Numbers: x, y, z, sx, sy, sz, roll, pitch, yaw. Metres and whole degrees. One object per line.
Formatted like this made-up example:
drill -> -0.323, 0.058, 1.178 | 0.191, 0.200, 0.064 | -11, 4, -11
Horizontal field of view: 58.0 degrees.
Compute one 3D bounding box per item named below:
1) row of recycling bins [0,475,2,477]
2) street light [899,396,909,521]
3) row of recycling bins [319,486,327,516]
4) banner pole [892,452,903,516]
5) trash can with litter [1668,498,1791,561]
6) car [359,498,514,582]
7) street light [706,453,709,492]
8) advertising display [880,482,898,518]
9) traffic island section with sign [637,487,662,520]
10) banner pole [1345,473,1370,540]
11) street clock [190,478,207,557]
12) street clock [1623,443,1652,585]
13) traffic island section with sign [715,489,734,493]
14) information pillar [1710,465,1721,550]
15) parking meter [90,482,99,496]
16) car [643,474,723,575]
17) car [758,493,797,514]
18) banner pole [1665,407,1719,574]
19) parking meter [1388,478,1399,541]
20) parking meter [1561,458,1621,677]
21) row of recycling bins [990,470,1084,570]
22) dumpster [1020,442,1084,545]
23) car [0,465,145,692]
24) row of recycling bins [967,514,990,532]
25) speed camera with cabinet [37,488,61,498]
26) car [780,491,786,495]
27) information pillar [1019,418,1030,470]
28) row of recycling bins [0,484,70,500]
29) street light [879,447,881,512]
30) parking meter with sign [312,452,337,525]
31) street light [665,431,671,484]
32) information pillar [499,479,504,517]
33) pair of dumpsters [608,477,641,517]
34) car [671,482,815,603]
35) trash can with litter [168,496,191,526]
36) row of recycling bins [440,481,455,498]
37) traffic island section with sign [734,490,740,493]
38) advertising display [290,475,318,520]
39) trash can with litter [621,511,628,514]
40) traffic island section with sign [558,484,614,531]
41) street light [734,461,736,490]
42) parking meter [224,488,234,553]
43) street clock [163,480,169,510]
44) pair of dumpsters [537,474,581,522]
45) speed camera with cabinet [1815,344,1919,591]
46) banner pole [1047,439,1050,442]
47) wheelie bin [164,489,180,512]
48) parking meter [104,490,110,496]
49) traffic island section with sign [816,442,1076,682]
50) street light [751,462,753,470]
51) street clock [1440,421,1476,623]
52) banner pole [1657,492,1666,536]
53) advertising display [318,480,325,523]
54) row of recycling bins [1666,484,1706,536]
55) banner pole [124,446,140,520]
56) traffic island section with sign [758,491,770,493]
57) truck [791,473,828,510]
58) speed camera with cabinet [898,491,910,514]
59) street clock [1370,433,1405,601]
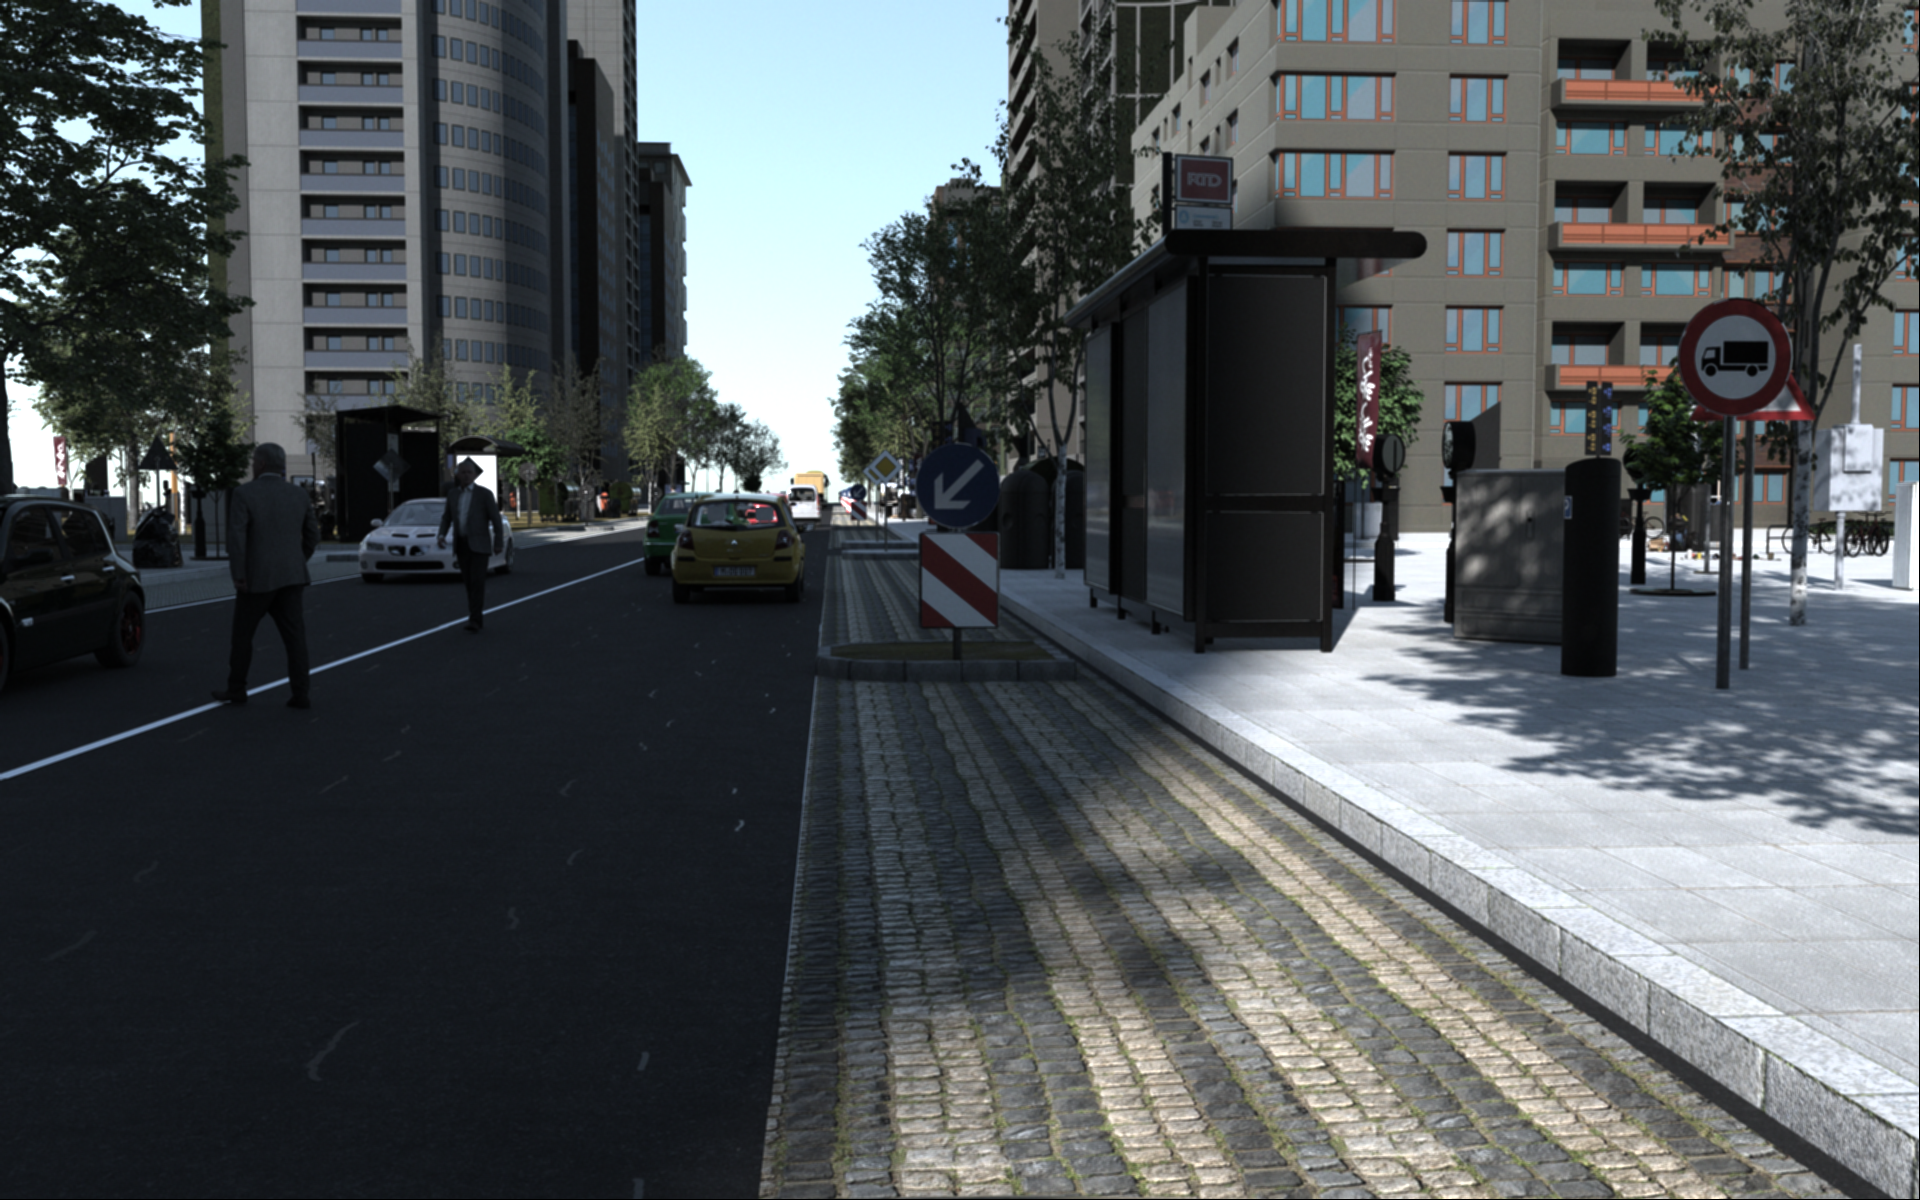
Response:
row of recycling bins -> -14.584, -1.023, 23.842 | 3.534, 1.692, 1.069 | 1, 4, 18
street light -> -2.650, -6.666, 81.780 | 0.468, 5.910, 1.993 | 0, 4, -4
row of recycling bins -> -31.599, -4.850, 86.405 | 1.069, 1.692, 3.534 | 0, 4, 2
banner pole -> -3.659, -6.932, 103.358 | 0.863, 3.779, 0.401 | 0, 4, -6
trash can with litter -> 15.154, -1.397, 33.891 | 2.233, 1.210, 1.678 | 2, 4, 31
car -> -8.930, -1.068, 29.828 | 2.083, 1.381, 4.827 | 0, 4, -4
street light -> -23.431, -11.489, 160.626 | 0.468, 5.910, 1.993 | 0, 4, -4
advertising display -> -3.853, -5.432, 94.030 | 0.974, 1.923, 0.123 | 0, 4, -8
traffic island section with sign -> -16.574, -5.267, 94.738 | 1.989, 1.847, 2.006 | 0, 4, -4
banner pole -> 11.155, -3.589, 48.691 | 0.863, 3.779, 0.401 | -2, 4, -24
street clock -> -15.578, -1.890, 35.467 | 0.358, 2.002, 0.471 | -3, 4, -36
street clock -> 9.656, -1.225, 24.606 | 0.471, 2.002, 0.358 | 1, 4, 18
traffic island section with sign -> -20.272, -8.384, 145.713 | 1.989, 1.847, 2.006 | 0, 4, -4
information pillar -> 17.444, -2.165, 39.887 | 0.304, 2.012, 0.304 | -2, 4, -27
parking meter -> -42.177, -4.814, 84.426 | 0.399, 1.863, 0.255 | 2, 4, 33
car -> -4.767, -1.425, 32.092 | 1.959, 1.807, 4.718 | 0, 4, -3
car -> -7.542, -3.637, 68.499 | 2.155, 1.783, 4.494 | 0, 4, -6
banner pole -> 11.972, -2.326, 28.055 | 0.401, 3.779, 0.863 | -1, 4, -19
parking meter -> 11.895, -2.559, 47.551 | 0.255, 1.863, 0.399 | 1, 4, 21
parking meter -> 4.466, -0.235, 12.259 | 0.372, 1.533, 0.369 | 0, 3, 0
row of recycling bins -> 2.407, -1.405, 30.083 | 3.534, 1.692, 1.069 | -1, 4, -18
dumpster -> 1.786, -1.869, 33.045 | 1.502, 2.255, 1.985 | 0, 4, -4
car -> -7.582, -0.192, 12.922 | 2.009, 1.686, 4.222 | 0, 4, -5
row of recycling bins -> 1.568, -1.806, 36.640 | 3.534, 1.692, 1.069 | 3, 5, 42
speed camera with cabinet -> -25.442, -3.212, 46.854 | 0.660, 3.252, 2.038 | 2, 4, 27
car -> -23.497, -13.741, 233.343 | 2.281, 1.827, 5.304 | 0, 4, -2
information pillar -> 1.898, -3.651, 51.052 | 0.183, 3.616, 0.504 | -2, 4, -29
row of recycling bins -> -49.935, -5.280, 93.443 | 3.534, 1.692, 1.069 | -1, 4, -19
street light -> -5.618, -9.060, 120.916 | 0.468, 5.910, 1.993 | 0, 4, -4
parking meter with sign -> -26.189, -4.672, 72.642 | 1.738, 3.016, 0.543 | -1, 4, -15
street light -> -20.669, -9.163, 122.608 | 0.468, 5.910, 1.993 | 0, 4, -4
information pillar -> -21.750, -4.727, 81.775 | 0.304, 2.012, 0.304 | -2, 4, -31
pair of dumpsters -> -19.403, -5.963, 99.994 | 1.574, 2.255, 4.437 | 0, 4, -4
car -> -3.051, -0.861, 24.294 | 2.015, 1.641, 3.980 | 0, 4, -4
trash can with litter -> -31.004, -3.567, 69.372 | 2.233, 1.210, 1.678 | -1, 4, -18
row of recycling bins -> -16.798, -3.023, 56.544 | 1.069, 1.692, 3.534 | -1, 4, -21
traffic island section with sign -> -22.220, -10.029, 172.598 | 1.989, 1.847, 2.006 | 0, 4, -4
advertising display -> -22.831, -3.363, 60.196 | 0.123, 1.923, 0.974 | 2, 4, 27
trash can with litter -> -21.707, -6.080, 110.794 | 1.055, 1.170, 0.624 | 0, 4, -8
traffic island section with sign -> -14.633, -3.622, 67.853 | 1.989, 1.847, 2.006 | 0, 4, -4
street light -> -26.599, -14.213, 205.163 | 0.468, 5.910, 1.993 | 0, 4, -4
parking meter -> -15.840, -1.796, 37.779 | 0.372, 1.533, 0.369 | 0, 3, 0
street clock -> -41.378, -5.242, 90.277 | 0.358, 2.002, 0.471 | -2, 4, -29
pair of dumpsters -> -18.653, -4.769, 80.471 | 1.574, 2.255, 4.437 | 0, 4, -4
speed camera with cabinet -> 12.554, -1.759, 23.095 | 2.038, 3.252, 0.660 | 0, 4, 5
banner pole -> 3.869, -5.456, 79.216 | 0.863, 3.779, 0.401 | 3, 4, 39
wheelie bin -> -45.385, -5.630, 99.958 | 0.693, 1.594, 0.980 | 2, 4, 28
parking meter -> -51.781, -5.912, 105.069 | 0.372, 1.533, 0.369 | 0, 3, 0
traffic island section with sign -> -0.175, -0.332, 14.062 | 1.989, 1.847, 2.006 | 0, 4, -4
street light -> -29.287, -16.572, 243.745 | 0.468, 5.910, 1.993 | 0, 4, -4
street clock -> 4.950, -0.775, 17.240 | 0.358, 2.002, 0.471 | 0, 4, 3
banner pole -> 21.664, -3.870, 53.298 | 0.401, 3.779, 0.863 | 0, 4, 8
advertising display -> -29.068, -4.450, 77.966 | 0.974, 1.923, 0.123 | -2, 4, -32
row of recycling bins -> 22.966, -2.919, 54.833 | 1.069, 1.692, 3.534 | 1, 4, 12
banner pole -> -41.595, -5.925, 86.896 | 0.863, 3.779, 0.401 | -1, 4, -12
traffic island section with sign -> -26.170, -13.363, 227.105 | 1.989, 1.847, 2.006 | 0, 4, -4
truck -> -13.669, -9.860, 157.137 | 3.469, 3.379, 9.791 | 0, 4, -5
speed camera with cabinet -> -2.580, -6.550, 101.422 | 2.038, 3.252, 0.660 | 1, 4, 18
street clock -> 5.096, -0.990, 20.763 | 0.471, 2.002, 0.358 | -3, 5, -41
